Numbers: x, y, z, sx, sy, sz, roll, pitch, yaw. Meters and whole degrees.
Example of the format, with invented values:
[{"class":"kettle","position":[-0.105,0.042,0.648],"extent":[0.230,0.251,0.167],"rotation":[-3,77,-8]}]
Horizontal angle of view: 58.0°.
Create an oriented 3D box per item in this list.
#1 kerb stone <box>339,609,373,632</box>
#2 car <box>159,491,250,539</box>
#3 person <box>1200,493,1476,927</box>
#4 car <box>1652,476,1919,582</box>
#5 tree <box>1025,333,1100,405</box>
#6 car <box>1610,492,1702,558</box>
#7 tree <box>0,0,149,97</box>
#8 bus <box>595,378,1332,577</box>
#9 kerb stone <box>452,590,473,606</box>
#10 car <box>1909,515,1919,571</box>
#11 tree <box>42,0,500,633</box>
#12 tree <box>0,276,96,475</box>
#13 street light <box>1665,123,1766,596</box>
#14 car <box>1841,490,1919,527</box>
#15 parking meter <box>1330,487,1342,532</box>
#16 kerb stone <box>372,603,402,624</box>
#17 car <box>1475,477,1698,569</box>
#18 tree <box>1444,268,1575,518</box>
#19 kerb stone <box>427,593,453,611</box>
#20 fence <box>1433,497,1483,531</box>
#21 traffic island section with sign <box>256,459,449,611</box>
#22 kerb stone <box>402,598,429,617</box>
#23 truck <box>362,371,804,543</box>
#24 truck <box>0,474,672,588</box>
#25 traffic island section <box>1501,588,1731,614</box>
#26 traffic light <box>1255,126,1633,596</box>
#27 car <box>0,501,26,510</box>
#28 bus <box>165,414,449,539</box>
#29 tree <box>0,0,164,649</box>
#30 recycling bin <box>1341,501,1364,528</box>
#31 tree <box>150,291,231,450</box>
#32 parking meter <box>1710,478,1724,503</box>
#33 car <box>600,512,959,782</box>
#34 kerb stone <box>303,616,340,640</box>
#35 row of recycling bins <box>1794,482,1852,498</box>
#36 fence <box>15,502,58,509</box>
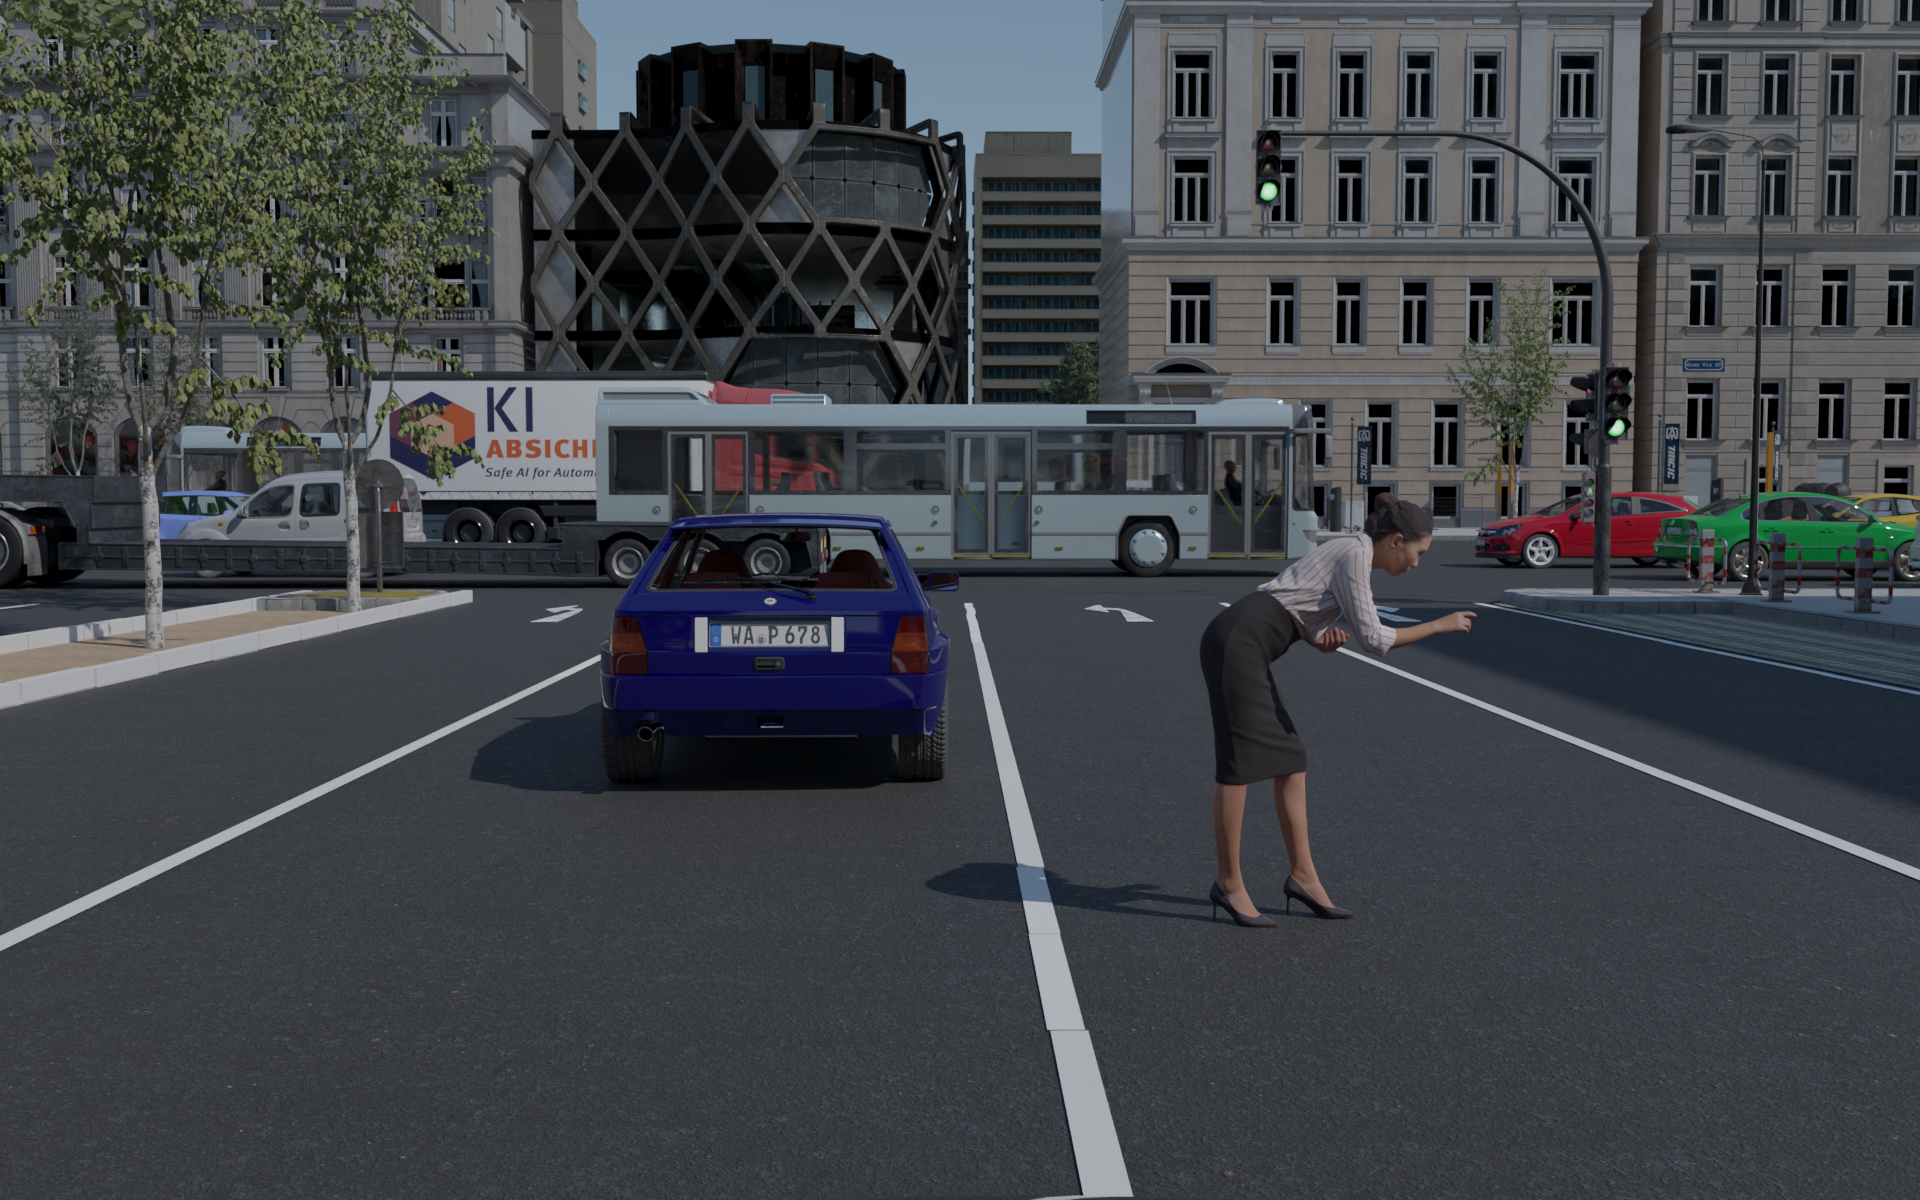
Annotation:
[{"class":"kerb stone","position":[-6.513,0.230,18.474],"extent":[0.120,0.150,1.000],"rotation":[0,4,-1]},{"class":"car","position":[-14.898,-1.562,35.127],"extent":[3.694,1.707,1.945],"rotation":[0,4,1]},{"class":"person","position":[1.202,0.363,5.761],"extent":[0.799,1.438,0.628],"rotation":[-2,4,-29]},{"class":"car","position":[14.190,-1.242,29.100],"extent":[4.718,1.807,1.959],"rotation":[0,4,-1]},{"class":"tree","position":[9.470,-12.655,123.916],"extent":[9.611,12.733,9.660],"rotation":[0,3,0]},{"class":"car","position":[15.841,-1.867,39.319],"extent":[4.718,1.807,1.959],"rotation":[0,4,1]},{"class":"tree","position":[-7.484,-5.337,7.837],"extent":[7.486,12.596,7.792],"rotation":[0,3,0]},{"class":"bus","position":[0.400,-2.199,30.811],"extent":[13.247,3.499,2.948],"rotation":[0,4,-1]},{"class":"kerb stone","position":[-6.555,-0.024,22.590],"extent":[0.120,0.150,1.000],"rotation":[0,4,-1]},{"class":"car","position":[17.051,-0.848,26.227],"extent":[4.827,1.381,2.083],"rotation":[0,4,1]},{"class":"tree","position":[-7.250,-4.131,20.354],"extent":[4.737,8.622,4.395],"rotation":[0,3,0]},{"class":"tree","position":[-29.117,-6.513,56.855],"extent":[4.360,8.622,3.978],"rotation":[0,3,0]},{"class":"street light","position":[9.538,-3.017,21.873],"extent":[1.470,5.913,1.316],"rotation":[0,4,-1]},{"class":"car","position":[21.129,-1.869,40.779],"extent":[3.980,1.641,2.015],"rotation":[0,4,1]},{"class":"parking meter","position":[12.687,-3.063,58.491],"extent":[0.372,1.533,0.369],"rotation":[0,3,0]},{"class":"kerb stone","position":[-6.532,0.165,19.503],"extent":[0.120,0.150,1.000],"rotation":[0,4,-1]},{"class":"car","position":[12.410,-1.530,34.057],"extent":[4.494,1.783,2.155],"rotation":[0,4,-1]},{"class":"tree","position":[18.288,-6.529,57.104],"extent":[4.737,8.622,4.395],"rotation":[0,3,0]},{"class":"kerb stone","position":[-6.548,0.039,21.563],"extent":[0.120,0.150,1.000],"rotation":[0,4,-1]},{"class":"fence","position":[17.536,-3.050,61.078],"extent":[0.480,1.192,2.264],"rotation":[-3,4,-36]},{"class":"traffic island section with sign","position":[-7.600,-0.852,22.067],"extent":[2.006,1.907,1.989],"rotation":[0,4,-1]},{"class":"kerb stone","position":[-6.537,0.103,20.537],"extent":[0.120,0.150,1.000],"rotation":[0,4,-1]},{"class":"truck","position":[-7.975,-3.167,40.691],"extent":[11.283,4.237,2.839],"rotation":[0,4,1]},{"class":"truck","position":[-11.528,-2.281,27.060],"extent":[18.799,4.110,2.967],"rotation":[0,4,-2]},{"class":"traffic island section","position":[8.142,0.018,21.986],"extent":[2.009,0.180,2.903],"rotation":[0,4,-1]},{"class":"traffic light","position":[6.011,-2.877,21.710],"extent":[4.771,5.953,1.251],"rotation":[0,4,-1]},{"class":"car","position":[-18.668,-1.392,32.984],"extent":[3.980,1.641,2.015],"rotation":[0,4,-1]},{"class":"bus","position":[-14.270,-3.049,44.705],"extent":[13.247,3.499,2.948],"rotation":[0,4,1]},{"class":"tree","position":[-7.406,-3.835,15.524],"extent":[4.737,8.622,4.395],"rotation":[0,3,0]},{"class":"recycling bin","position":[14.655,-3.193,64.756],"extent":[0.722,1.027,0.722],"rotation":[0,4,1]},{"class":"tree","position":[-28.091,-6.853,62.415],"extent":[4.360,8.622,3.978],"rotation":[0,3,0]},{"class":"parking meter","position":[27.534,-3.506,63.028],"extent":[0.255,1.863,0.399],"rotation":[-3,5,-42]},{"class":"car","position":[-0.961,0.158,9.996],"extent":[1.945,1.354,3.894],"rotation":[0,4,-2]},{"class":"kerb stone","position":[-6.510,0.297,17.446],"extent":[0.120,0.150,1.000],"rotation":[0,4,-1]},{"class":"row of recycling bins","position":[30.883,-3.367,62.157],"extent":[1.069,1.692,3.534],"rotation":[0,4,5]},{"class":"fence","position":[-32.498,-3.083,61.609],"extent":[0.480,1.192,2.264],"rotation":[3,4,36]}]
